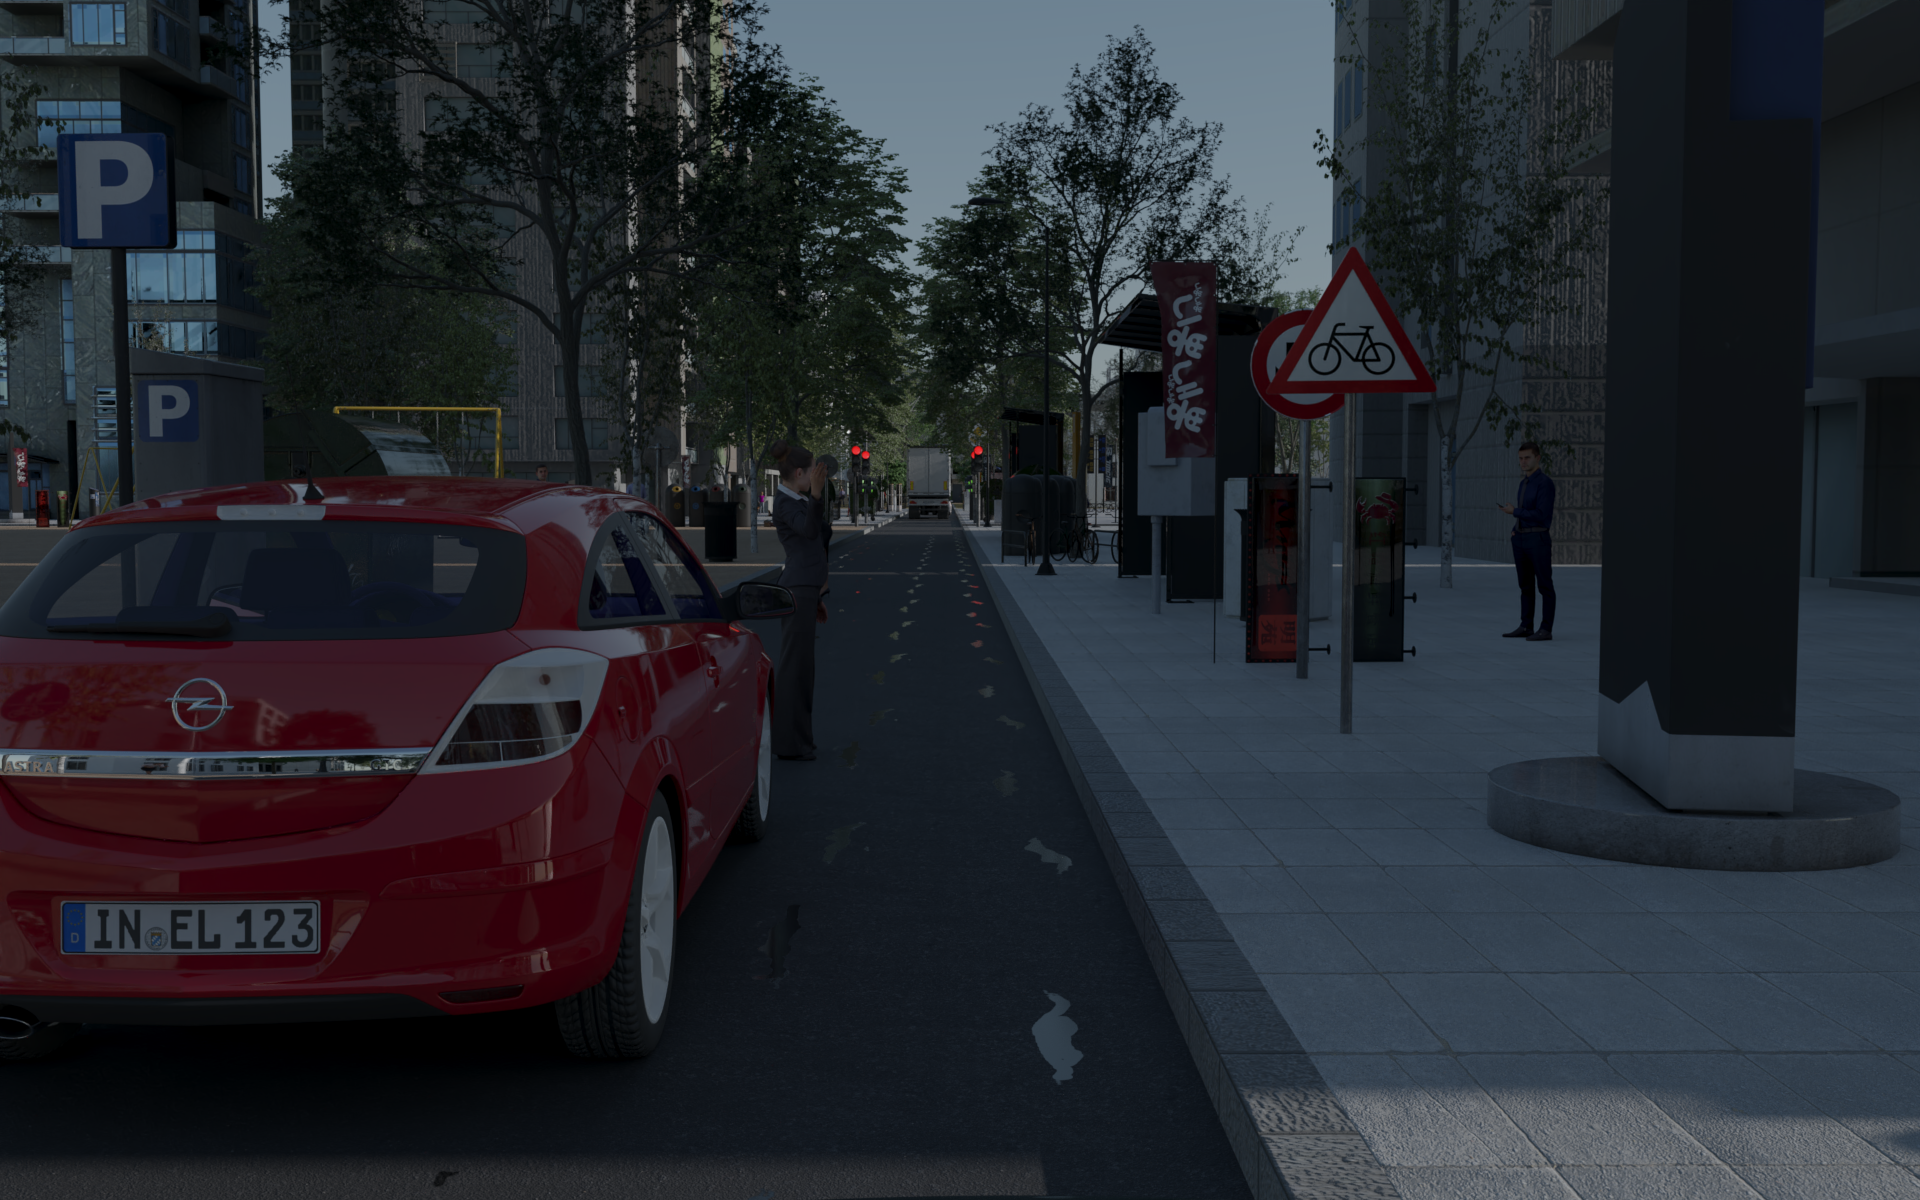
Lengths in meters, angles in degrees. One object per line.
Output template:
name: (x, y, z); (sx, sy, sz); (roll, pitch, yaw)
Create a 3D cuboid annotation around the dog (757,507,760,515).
dog: (-12.562, -5.472, 106.300); (0.540, 0.507, 0.406); (-1, 4, -21)

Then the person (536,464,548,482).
person: (-6.465, -1.258, 27.146); (0.617, 1.759, 0.750); (-3, 4, -39)

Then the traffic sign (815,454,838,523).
traffic sign: (-4.264, -3.376, 55.312); (0.768, 2.556, 0.104); (0, 4, 2)

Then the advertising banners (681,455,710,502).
advertising banners: (-11.498, -4.914, 76.538); (2.074, 3.025, 0.090); (2, 4, 31)

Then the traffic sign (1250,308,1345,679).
traffic sign: (2.383, -0.726, 11.981); (0.768, 2.556, 0.104); (0, 4, 5)

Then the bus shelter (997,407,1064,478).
bus shelter: (2.012, -3.576, 49.750); (1.731, 3.624, 6.357); (0, 4, 0)

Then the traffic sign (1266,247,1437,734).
traffic sign: (2.070, -0.563, 9.217); (0.884, 2.594, 0.081); (0, 4, 6)

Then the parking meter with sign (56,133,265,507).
parking meter with sign: (-4.049, -0.798, 9.304); (0.543, 3.016, 1.738); (0, 4, 3)

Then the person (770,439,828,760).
person: (-0.786, -0.001, 9.321); (0.445, 1.727, 0.742); (-2, 4, -34)

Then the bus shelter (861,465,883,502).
bus shelter: (-6.339, -7.599, 118.173); (2.014, 3.302, 5.546); (0, 4, 0)

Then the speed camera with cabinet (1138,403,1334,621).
speed camera with cabinet: (2.861, -1.451, 18.060); (2.038, 3.252, 0.660); (3, 5, 39)

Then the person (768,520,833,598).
person: (-2.142, -0.741, 23.805); (0.628, 1.438, 0.799); (3, 4, 37)

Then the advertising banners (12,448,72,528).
advertising banners: (-35.004, -4.275, 66.078); (0.090, 3.025, 2.074); (3, 5, 40)

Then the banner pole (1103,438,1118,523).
banner pole: (6.751, -5.338, 77.286); (0.863, 3.779, 0.401); (2, 4, 34)

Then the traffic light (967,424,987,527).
traffic light: (0.696, -4.821, 67.747); (0.839, 4.253, 0.868); (0, 4, 0)

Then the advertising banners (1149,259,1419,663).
advertising banners: (2.441, -1.033, 13.080); (2.074, 3.025, 0.090); (0, 4, -5)

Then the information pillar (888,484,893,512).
information pillar: (-5.064, -7.486, 126.885); (0.304, 2.012, 0.304); (1, 4, 14)

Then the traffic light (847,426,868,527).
traffic light: (-4.025, -4.818, 67.695); (0.839, 4.253, 0.868); (0, 4, 0)

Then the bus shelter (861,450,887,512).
bus shelter: (-6.525, -9.036, 125.366); (2.179, 5.291, 8.768); (0, 4, -1)

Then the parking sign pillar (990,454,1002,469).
parking sign pillar: (2.552, -8.172, 122.086); (1.447, 3.967, 1.447); (2, 4, 28)

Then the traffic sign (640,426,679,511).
traffic sign: (-5.675, -1.990, 32.642); (0.768, 2.556, 0.104); (0, 4, 1)

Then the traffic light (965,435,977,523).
traffic light: (0.636, -5.310, 75.731); (0.839, 4.253, 0.868); (0, 4, 0)

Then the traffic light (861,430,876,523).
traffic light: (-4.085, -5.306, 75.680); (0.839, 4.253, 0.868); (0, 4, 0)

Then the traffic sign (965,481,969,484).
traffic sign: (0.731, -7.698, 125.974); (0.768, 2.556, 0.104); (0, 4, 5)

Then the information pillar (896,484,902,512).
information pillar: (-4.393, -7.345, 124.587); (0.304, 2.012, 0.304); (2, 4, 31)

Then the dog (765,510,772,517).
dog: (-10.682, -4.913, 98.063); (0.550, 0.427, 0.748); (-2, 4, -32)

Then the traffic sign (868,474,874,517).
traffic sign: (-5.217, -5.997, 98.159); (0.768, 2.556, 0.104); (0, 4, 6)

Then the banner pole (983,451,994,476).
banner pole: (1.666, -6.552, 97.148); (0.863, 3.779, 0.401); (1, 4, 14)

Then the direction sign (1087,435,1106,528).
direction sign: (5.199, -4.535, 66.139); (0.876, 3.537, 0.379); (3, 4, 36)

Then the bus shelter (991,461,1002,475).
bus shelter: (2.635, -6.855, 106.009); (2.014, 3.302, 5.546); (0, 4, -1)

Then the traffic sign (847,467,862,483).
traffic sign: (-4.797, -4.828, 79.047); (0.768, 2.556, 0.104); (0, 4, 4)

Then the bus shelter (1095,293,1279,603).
bus shelter: (2.929, -1.963, 23.386); (1.731, 3.624, 6.357); (0, 4, 0)

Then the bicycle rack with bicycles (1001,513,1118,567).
bicycle rack with bicycles: (1.938, -1.129, 31.837); (2.852, 0.926, 2.925); (-1, 4, -11)

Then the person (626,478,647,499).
person: (-9.101, -2.613, 48.634); (0.709, 1.838, 0.599); (-1, 4, -17)

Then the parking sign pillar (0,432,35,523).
parking sign pillar: (-41.659, -5.375, 76.351); (1.447, 3.967, 1.447); (-2, 4, -34)

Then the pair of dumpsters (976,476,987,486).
pair of dumpsters: (1.450, -5.604, 94.114); (1.574, 2.255, 4.437); (0, 4, 0)

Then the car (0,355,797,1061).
car: (-1.670, 0.194, 5.872); (2.155, 1.783, 4.494); (0, 4, -1)

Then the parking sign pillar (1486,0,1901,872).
parking sign pillar: (2.757, -1.101, 6.473); (1.447, 3.967, 1.447); (1, 4, 10)

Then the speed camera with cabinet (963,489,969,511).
speed camera with cabinet: (0.602, -8.176, 128.015); (0.660, 3.252, 2.038); (0, 4, -8)

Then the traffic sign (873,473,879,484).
traffic sign: (-5.096, -6.140, 100.487); (0.768, 2.556, 0.104); (0, 4, 3)

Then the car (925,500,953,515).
car: (-1.538, -6.512, 118.828); (2.083, 1.381, 4.827); (0, 4, 1)

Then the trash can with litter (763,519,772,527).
trash can with litter: (-7.186, -3.412, 67.179); (1.055, 1.170, 0.624); (0, 4, -2)
